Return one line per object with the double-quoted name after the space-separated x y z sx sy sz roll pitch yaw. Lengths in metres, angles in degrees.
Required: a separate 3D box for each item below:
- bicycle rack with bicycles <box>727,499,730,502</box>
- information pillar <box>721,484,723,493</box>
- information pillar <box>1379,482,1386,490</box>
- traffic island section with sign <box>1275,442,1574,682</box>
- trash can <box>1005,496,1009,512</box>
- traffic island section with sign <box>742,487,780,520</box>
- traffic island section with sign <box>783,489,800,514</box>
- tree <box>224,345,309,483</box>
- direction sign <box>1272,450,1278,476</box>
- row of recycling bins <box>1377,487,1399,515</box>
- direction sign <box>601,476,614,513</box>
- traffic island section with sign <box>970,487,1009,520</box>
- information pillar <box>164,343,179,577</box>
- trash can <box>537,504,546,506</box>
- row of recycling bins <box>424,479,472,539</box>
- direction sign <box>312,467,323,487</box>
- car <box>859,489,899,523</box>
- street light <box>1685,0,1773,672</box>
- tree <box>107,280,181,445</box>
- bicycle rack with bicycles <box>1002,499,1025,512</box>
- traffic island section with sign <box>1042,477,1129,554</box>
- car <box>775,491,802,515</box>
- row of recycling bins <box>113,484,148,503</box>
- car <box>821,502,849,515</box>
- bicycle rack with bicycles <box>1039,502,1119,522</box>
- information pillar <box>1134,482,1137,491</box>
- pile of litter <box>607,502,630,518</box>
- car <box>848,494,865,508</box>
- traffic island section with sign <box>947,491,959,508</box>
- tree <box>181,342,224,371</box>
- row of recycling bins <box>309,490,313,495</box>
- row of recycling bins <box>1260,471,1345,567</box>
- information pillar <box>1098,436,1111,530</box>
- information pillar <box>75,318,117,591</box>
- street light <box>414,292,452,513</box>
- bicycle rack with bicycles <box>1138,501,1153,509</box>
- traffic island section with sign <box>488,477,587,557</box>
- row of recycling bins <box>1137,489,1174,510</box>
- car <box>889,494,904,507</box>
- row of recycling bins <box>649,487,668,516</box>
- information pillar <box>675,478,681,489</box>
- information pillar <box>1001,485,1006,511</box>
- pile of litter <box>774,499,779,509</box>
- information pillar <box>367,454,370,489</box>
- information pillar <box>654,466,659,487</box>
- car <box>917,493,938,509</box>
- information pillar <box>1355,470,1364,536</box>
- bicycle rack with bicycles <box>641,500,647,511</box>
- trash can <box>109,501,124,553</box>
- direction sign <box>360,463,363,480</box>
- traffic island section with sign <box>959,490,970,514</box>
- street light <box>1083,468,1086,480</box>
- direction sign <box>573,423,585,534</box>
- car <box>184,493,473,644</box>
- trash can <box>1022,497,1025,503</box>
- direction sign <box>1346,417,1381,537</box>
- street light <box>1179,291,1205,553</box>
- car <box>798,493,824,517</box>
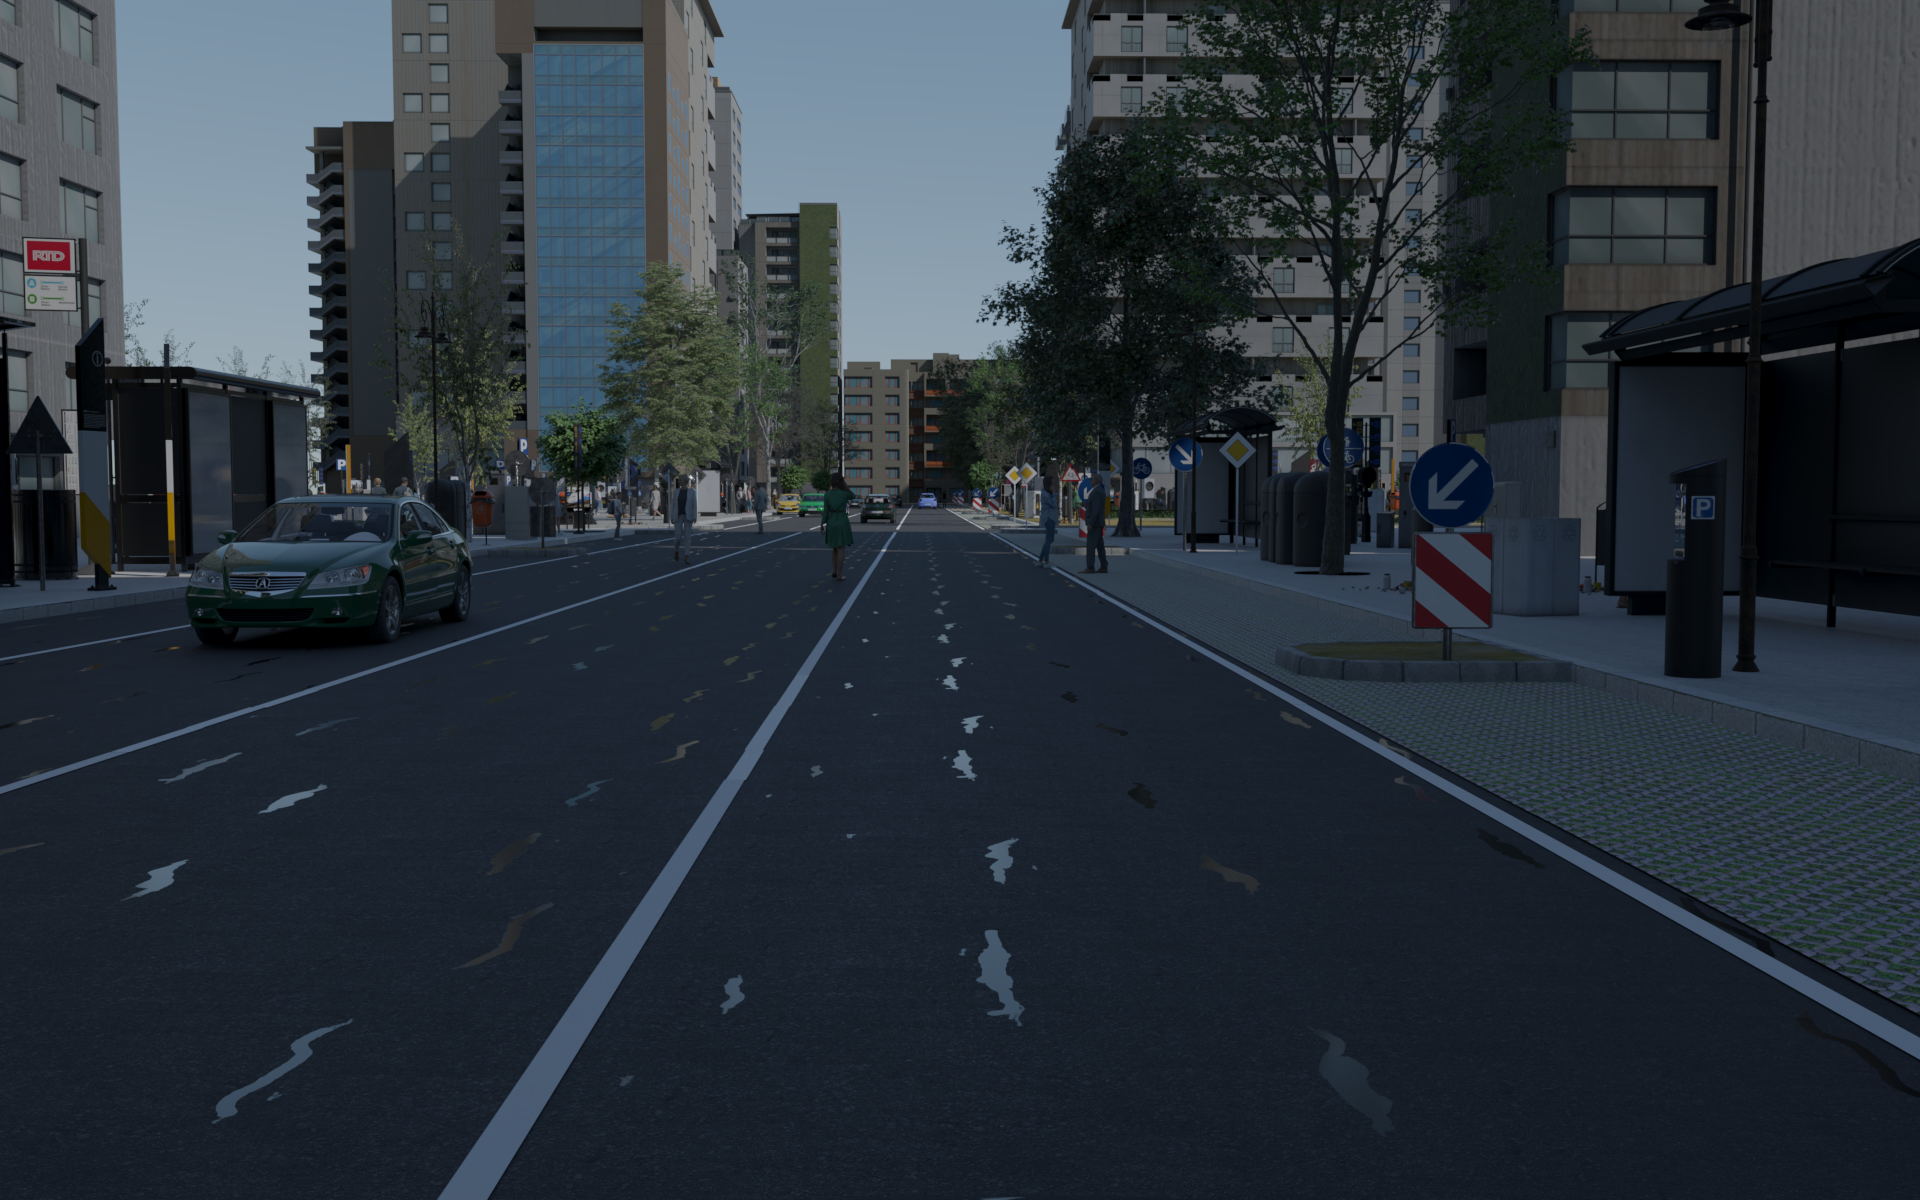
-18.898 -7.656 138.560 2.852 0.926 2.925 -1 4 -14 "bicycle rack with bicycles"
-16.972 -7.222 122.565 0.304 2.012 0.304 -2 4 -33 "information pillar"
26.289 -6.318 107.794 0.304 2.012 0.304 -1 4 -11 "information pillar"
3.641 -0.331 14.033 1.989 1.847 2.006 0 4 -1 "traffic island section with sign"
3.610 -7.027 126.543 0.748 1.137 0.748 0 3 0 "trash can"
-11.094 -5.381 96.612 1.989 1.847 2.006 0 4 -1 "traffic island section with sign"
-11.737 -7.063 124.115 1.989 1.847 2.006 0 4 -1 "traffic island section with sign"
-35.012 -8.263 85.464 4.360 8.622 3.978 0 3 0 "tree"
15.976 -5.949 89.262 0.876 3.537 0.379 -1 4 -19 "direction sign"
26.371 -6.103 106.898 3.534 1.692 1.069 0 4 0 "row of recycling bins"
-24.288 -7.792 119.392 0.876 3.537 0.379 -1 4 -21 "direction sign"
1.731 -5.370 96.427 1.989 1.847 2.006 0 4 -1 "traffic island section with sign"
-12.241 -2.169 26.821 0.183 3.616 0.504 -2 4 -24 "information pillar"
-22.026 -4.869 91.262 0.748 1.137 0.748 0 3 0 "trash can"
-14.483 -2.574 49.194 1.069 1.692 3.534 0 4 -7 "row of recycling bins"
-53.898 -9.379 145.346 0.876 3.537 0.379 -2 4 -29 "direction sign"
-4.050 -4.679 86.285 2.009 1.686 4.222 0 4 -1 "car"
5.693 -2.421 12.369 0.468 5.910 1.993 0 4 -1 "street light"
-29.731 -6.679 59.566 4.360 8.622 3.978 0 3 0 "tree"
4.204 -6.709 123.069 2.925 0.926 2.852 -2 4 -33 "bicycle rack with bicycles"
2.992 -2.027 41.771 1.989 1.847 2.006 0 4 -1 "traffic island section with sign"
-11.824 -6.748 120.556 2.015 1.641 3.980 0 4 -1 "car"
-34.970 -3.987 72.304 1.069 1.692 3.534 0 4 2 "row of recycling bins"
-8.426 -6.377 116.837 1.945 1.354 3.894 0 4 -1 "car"
5.534 -4.182 81.755 2.852 0.926 2.925 -3 5 -41 "bicycle rack with bicycles"
10.280 -5.990 102.428 0.304 2.012 0.304 3 4 38 "information pillar"
-18.414 -4.857 93.372 1.176 0.858 1.719 -2 4 -24 "pile of litter"
-10.166 -9.633 167.280 2.009 1.686 4.222 0 4 -3 "car"
-0.059 -10.098 173.729 1.989 1.847 2.006 0 4 -1 "traffic island section with sign"
-35.874 -7.787 77.681 4.360 8.622 3.978 0 3 0 "tree"
-52.217 -7.869 135.765 3.534 1.692 1.069 1 4 22 "row of recycling bins"
6.261 -1.524 32.026 1.069 1.692 3.534 0 4 -2 "row of recycling bins"
5.115 -4.301 61.682 0.504 3.616 0.183 -1 4 -21 "information pillar"
-11.436 -1.927 22.866 0.183 3.616 0.504 1 4 11 "information pillar"
-12.051 -4.096 39.751 0.468 5.910 1.993 0 4 -1 "street light"
12.669 -6.698 122.889 2.925 0.926 2.852 0 4 4 "bicycle rack with bicycles"
-9.809 -1.948 40.475 1.989 1.847 2.006 0 4 -1 "traffic island section with sign"
15.443 -7.953 137.145 3.534 1.692 1.069 1 4 17 "row of recycling bins"
-7.116 -10.845 187.106 2.009 1.686 4.222 0 4 0 "car"
-17.736 -5.858 102.883 1.069 1.692 3.534 -2 4 -23 "row of recycling bins"
-12.572 -4.468 77.539 0.304 2.012 0.304 1 4 13 "information pillar"
3.362 -7.919 133.963 0.304 2.012 0.304 1 4 18 "information pillar"
-15.002 -8.062 145.779 1.176 0.858 1.719 3 4 36 "pile of litter"
-34.416 -6.695 100.814 0.183 3.616 0.504 0 4 -6 "information pillar"
-21.157 -7.919 120.827 0.183 3.616 0.504 2 4 26 "information pillar"
-3.074 -9.384 163.024 1.945 1.707 3.694 0 4 -2 "car"
12.124 -2.924 52.305 0.304 2.012 0.304 3 4 37 "information pillar"
-24.021 -6.948 126.985 2.925 0.926 2.852 2 4 30 "bicycle rack with bicycles"
-18.445 -1.587 37.608 0.748 1.137 0.748 0 3 0 "trash can"
-43.076 -8.120 124.758 0.379 3.537 0.876 0 4 -7 "direction sign"
1.094 -7.050 123.887 1.989 1.847 2.006 0 4 -1 "traffic island section with sign"
4.539 -5.525 63.128 0.468 5.910 1.993 0 4 -1 "street light"
-12.236 -3.883 55.483 0.379 3.537 0.876 0 4 3 "direction sign"
-6.424 -0.385 18.093 2.131 1.459 4.920 0 4 -2 "car"
5.282 -8.056 143.369 0.748 1.137 0.748 0 3 0 "trash can"
12.030 -3.632 51.372 0.876 3.537 0.379 2 4 28 "direction sign"
5.109 -3.973 37.748 0.468 5.910 1.993 0 4 -1 "street light"
-9.160 -6.109 108.680 1.959 1.807 4.718 0 4 -2 "car"
